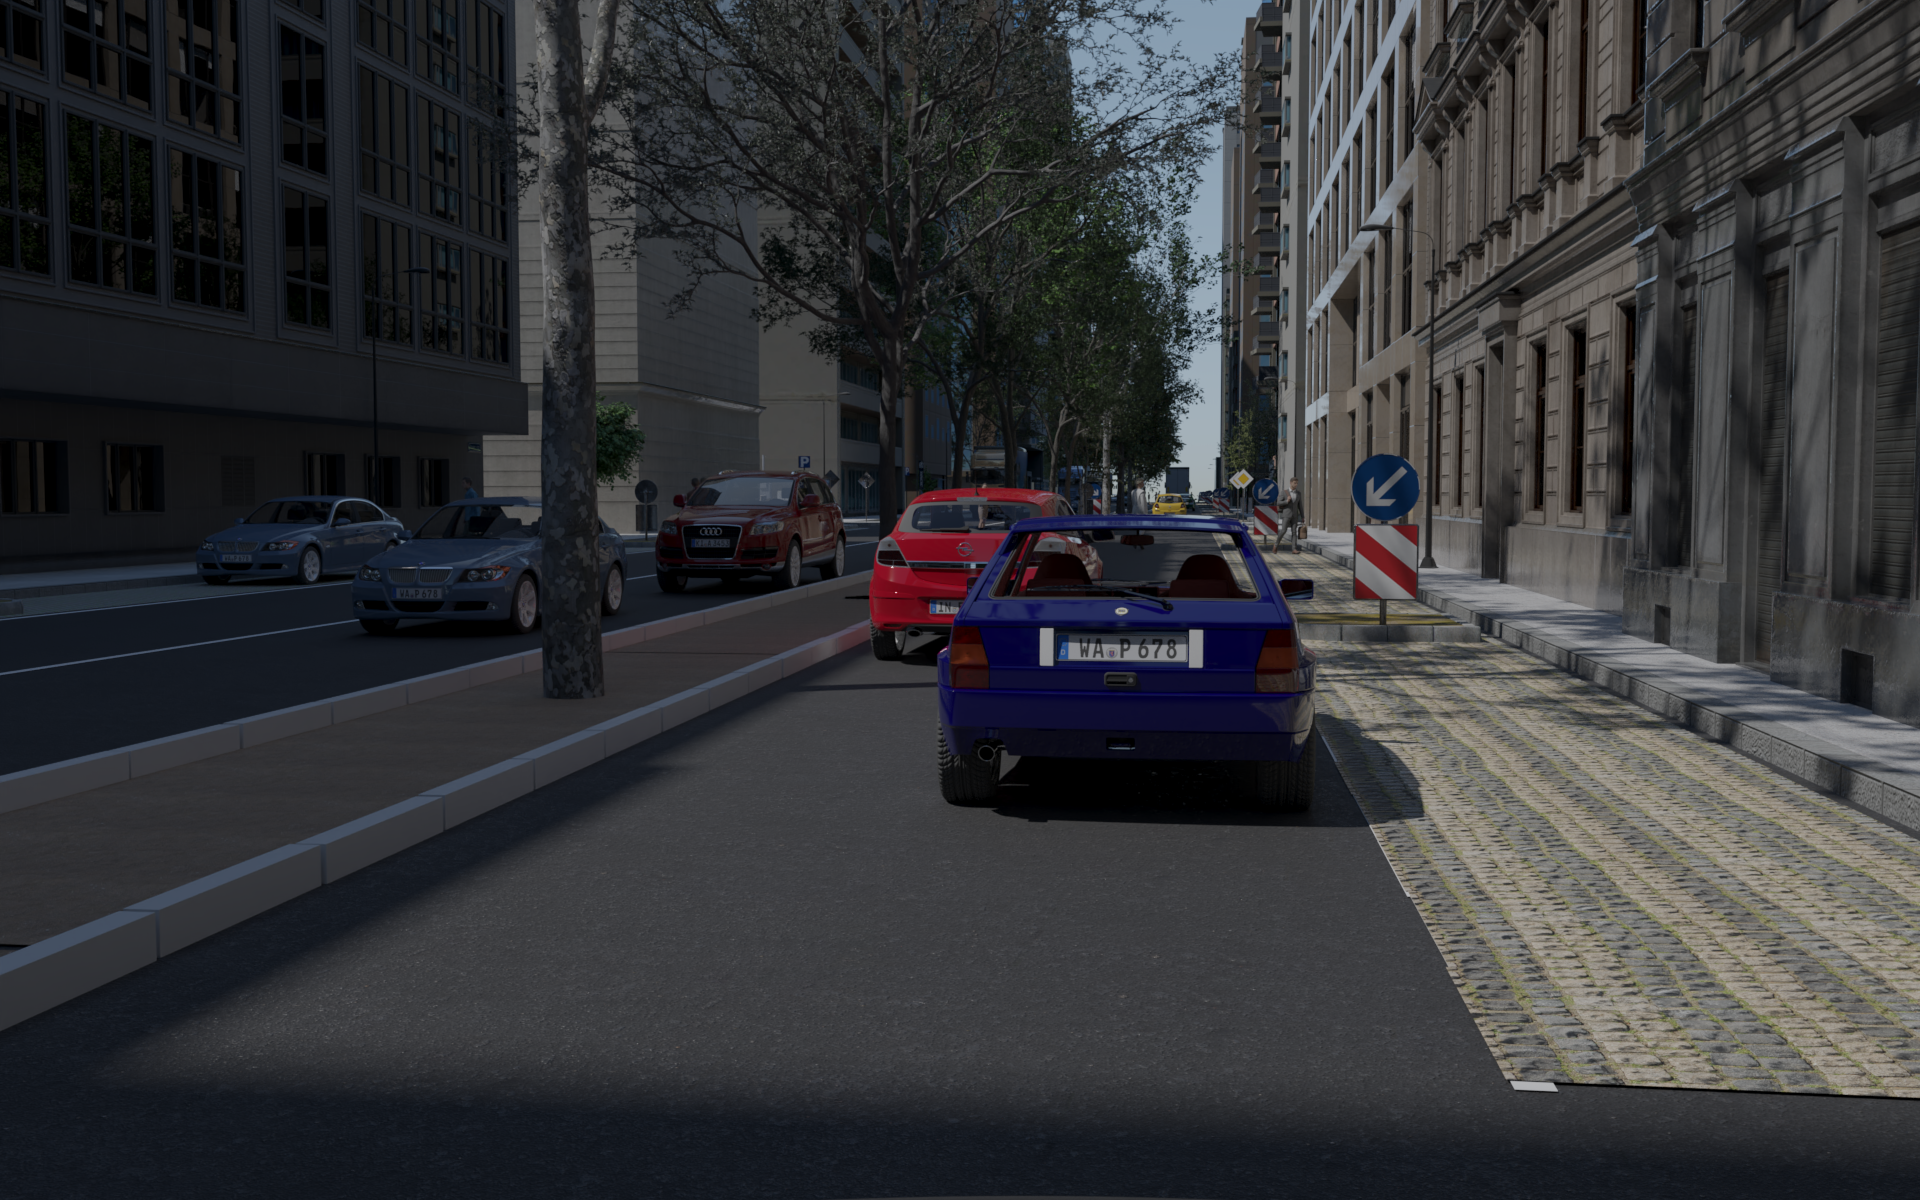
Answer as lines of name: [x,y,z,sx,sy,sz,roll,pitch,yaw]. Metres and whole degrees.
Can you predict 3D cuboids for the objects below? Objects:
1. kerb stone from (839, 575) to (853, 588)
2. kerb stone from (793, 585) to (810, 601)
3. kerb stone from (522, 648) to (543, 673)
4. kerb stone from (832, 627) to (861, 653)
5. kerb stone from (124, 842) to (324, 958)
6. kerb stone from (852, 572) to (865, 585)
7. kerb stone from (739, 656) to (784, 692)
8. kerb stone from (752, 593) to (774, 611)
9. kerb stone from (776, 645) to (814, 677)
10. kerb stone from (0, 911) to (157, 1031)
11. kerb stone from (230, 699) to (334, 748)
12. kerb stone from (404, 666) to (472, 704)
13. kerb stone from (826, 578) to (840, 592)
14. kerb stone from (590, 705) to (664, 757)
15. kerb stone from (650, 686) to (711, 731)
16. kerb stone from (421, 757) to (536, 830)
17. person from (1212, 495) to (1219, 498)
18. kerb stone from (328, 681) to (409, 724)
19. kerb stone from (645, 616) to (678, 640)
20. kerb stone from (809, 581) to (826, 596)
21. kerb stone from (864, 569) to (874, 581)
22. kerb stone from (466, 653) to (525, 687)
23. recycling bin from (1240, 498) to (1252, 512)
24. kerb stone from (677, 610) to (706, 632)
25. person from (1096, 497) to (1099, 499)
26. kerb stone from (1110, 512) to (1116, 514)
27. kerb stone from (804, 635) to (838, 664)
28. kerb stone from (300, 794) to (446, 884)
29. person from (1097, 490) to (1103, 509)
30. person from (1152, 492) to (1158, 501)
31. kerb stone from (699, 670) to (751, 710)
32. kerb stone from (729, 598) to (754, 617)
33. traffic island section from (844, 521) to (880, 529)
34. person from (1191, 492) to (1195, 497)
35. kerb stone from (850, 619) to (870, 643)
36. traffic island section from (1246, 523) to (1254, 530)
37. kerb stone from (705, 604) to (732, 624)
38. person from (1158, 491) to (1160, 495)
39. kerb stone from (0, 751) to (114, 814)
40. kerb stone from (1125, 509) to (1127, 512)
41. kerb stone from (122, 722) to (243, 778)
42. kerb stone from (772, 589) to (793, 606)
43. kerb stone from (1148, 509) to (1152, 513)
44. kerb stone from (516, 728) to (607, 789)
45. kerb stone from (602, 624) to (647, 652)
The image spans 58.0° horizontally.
kerb stone: [-1.823,-0.261,26.462,0.120,0.150,1.000,0,4,8]
kerb stone: [-2.237,-0.071,23.416,0.120,0.150,1.000,0,4,8]
kerb stone: [-3.454,0.486,14.252,0.120,0.150,1.000,0,4,8]
kerb stone: [-1.095,0.383,16.032,0.120,0.150,1.000,0,4,8]
kerb stone: [-2.463,1.000,5.848,0.120,0.150,1.000,0,4,8]
kerb stone: [-1.696,-0.318,27.477,0.120,0.150,1.000,0,4,8]
kerb stone: [-1.513,0.564,12.979,0.120,0.150,1.000,0,4,8]
kerb stone: [-2.509,0.053,21.376,0.120,0.150,1.000,0,4,8]
kerb stone: [-1.369,0.501,14.003,0.120,0.150,1.000,0,4,8]
kerb stone: [-2.592,1.062,4.827,0.120,0.150,1.000,0,4,8]
kerb stone: [-4.000,0.735,10.186,0.120,0.150,1.000,0,4,8]
kerb stone: [-3.724,0.610,12.219,0.120,0.150,1.000,0,4,8]
kerb stone: [-1.960,-0.199,25.445,0.120,0.150,1.000,0,4,8]
kerb stone: [-1.920,0.751,9.918,0.120,0.150,1.000,0,4,8]
kerb stone: [-1.783,0.691,10.938,0.120,0.150,1.000,0,4,8]
kerb stone: [-2.187,0.875,7.882,0.120,0.150,1.000,0,4,8]
person: [26.547,-10.489,180.540,0.990,1.755,0.434,-1,4,-16]
kerb stone: [-3.861,0.673,11.199,0.120,0.150,1.000,0,4,8]
kerb stone: [-3.045,0.299,17.311,0.120,0.150,1.000,0,4,8]
kerb stone: [-2.093,-0.137,24.429,0.120,0.150,1.000,0,4,8]
kerb stone: [-1.561,-0.385,28.490,0.120,0.150,1.000,0,4,8]
kerb stone: [-3.596,0.548,13.237,0.120,0.150,1.000,0,4,8]
recycling bin: [20.184,-6.698,122.061,0.722,1.027,0.722,0,4,-1]
kerb stone: [-2.913,0.237,18.327,0.120,0.150,1.000,0,4,8]
person: [14.466,-10.597,182.681,0.541,1.710,0.530,-1,4,-9]
kerb stone: [10.712,-6.012,120.490,0.120,0.150,1.000,0,4,8]
kerb stone: [-1.236,0.439,15.018,0.120,0.150,1.000,0,4,8]
kerb stone: [-2.319,0.940,6.862,0.120,0.150,1.000,0,4,8]
person: [14.069,-9.885,170.208,1.350,1.814,0.705,1,4,19]
person: [25.692,-13.354,227.558,1.217,1.743,0.721,-3,5,-39]
kerb stone: [-1.648,0.628,11.966,0.120,0.150,1.000,0,4,8]
kerb stone: [-2.639,0.112,20.362,0.120,0.150,1.000,0,4,8]
traffic island section: [-4.307,-3.490,79.335,2.009,0.180,2.903,0,4,8]
person: [38.468,-17.068,287.564,1.348,1.823,0.705,-2,4,-34]
kerb stone: [-0.966,0.315,17.049,0.120,0.150,1.000,0,4,8]
traffic island section: [12.386,-3.354,77.113,2.009,0.180,2.903,0,4,8]
kerb stone: [-2.768,0.178,19.348,0.120,0.150,1.000,0,4,8]
person: [24.533,-12.479,212.401,0.599,1.838,0.709,1,4,10]
kerb stone: [-4.269,0.859,8.149,0.120,0.150,1.000,0,4,8]
kerb stone: [14.506,-7.752,148.932,0.120,0.150,1.000,0,4,8]
kerb stone: [-4.139,0.799,9.163,0.120,0.150,1.000,0,4,8]
kerb stone: [-2.368,-0.012,22.388,0.120,0.150,1.000,0,4,8]
kerb stone: [15.776,-7.362,142.571,0.120,0.150,1.000,0,4,8]
kerb stone: [-2.052,0.813,8.898,0.120,0.150,1.000,0,4,8]
kerb stone: [-3.182,0.364,16.293,0.120,0.150,1.000,0,4,8]
